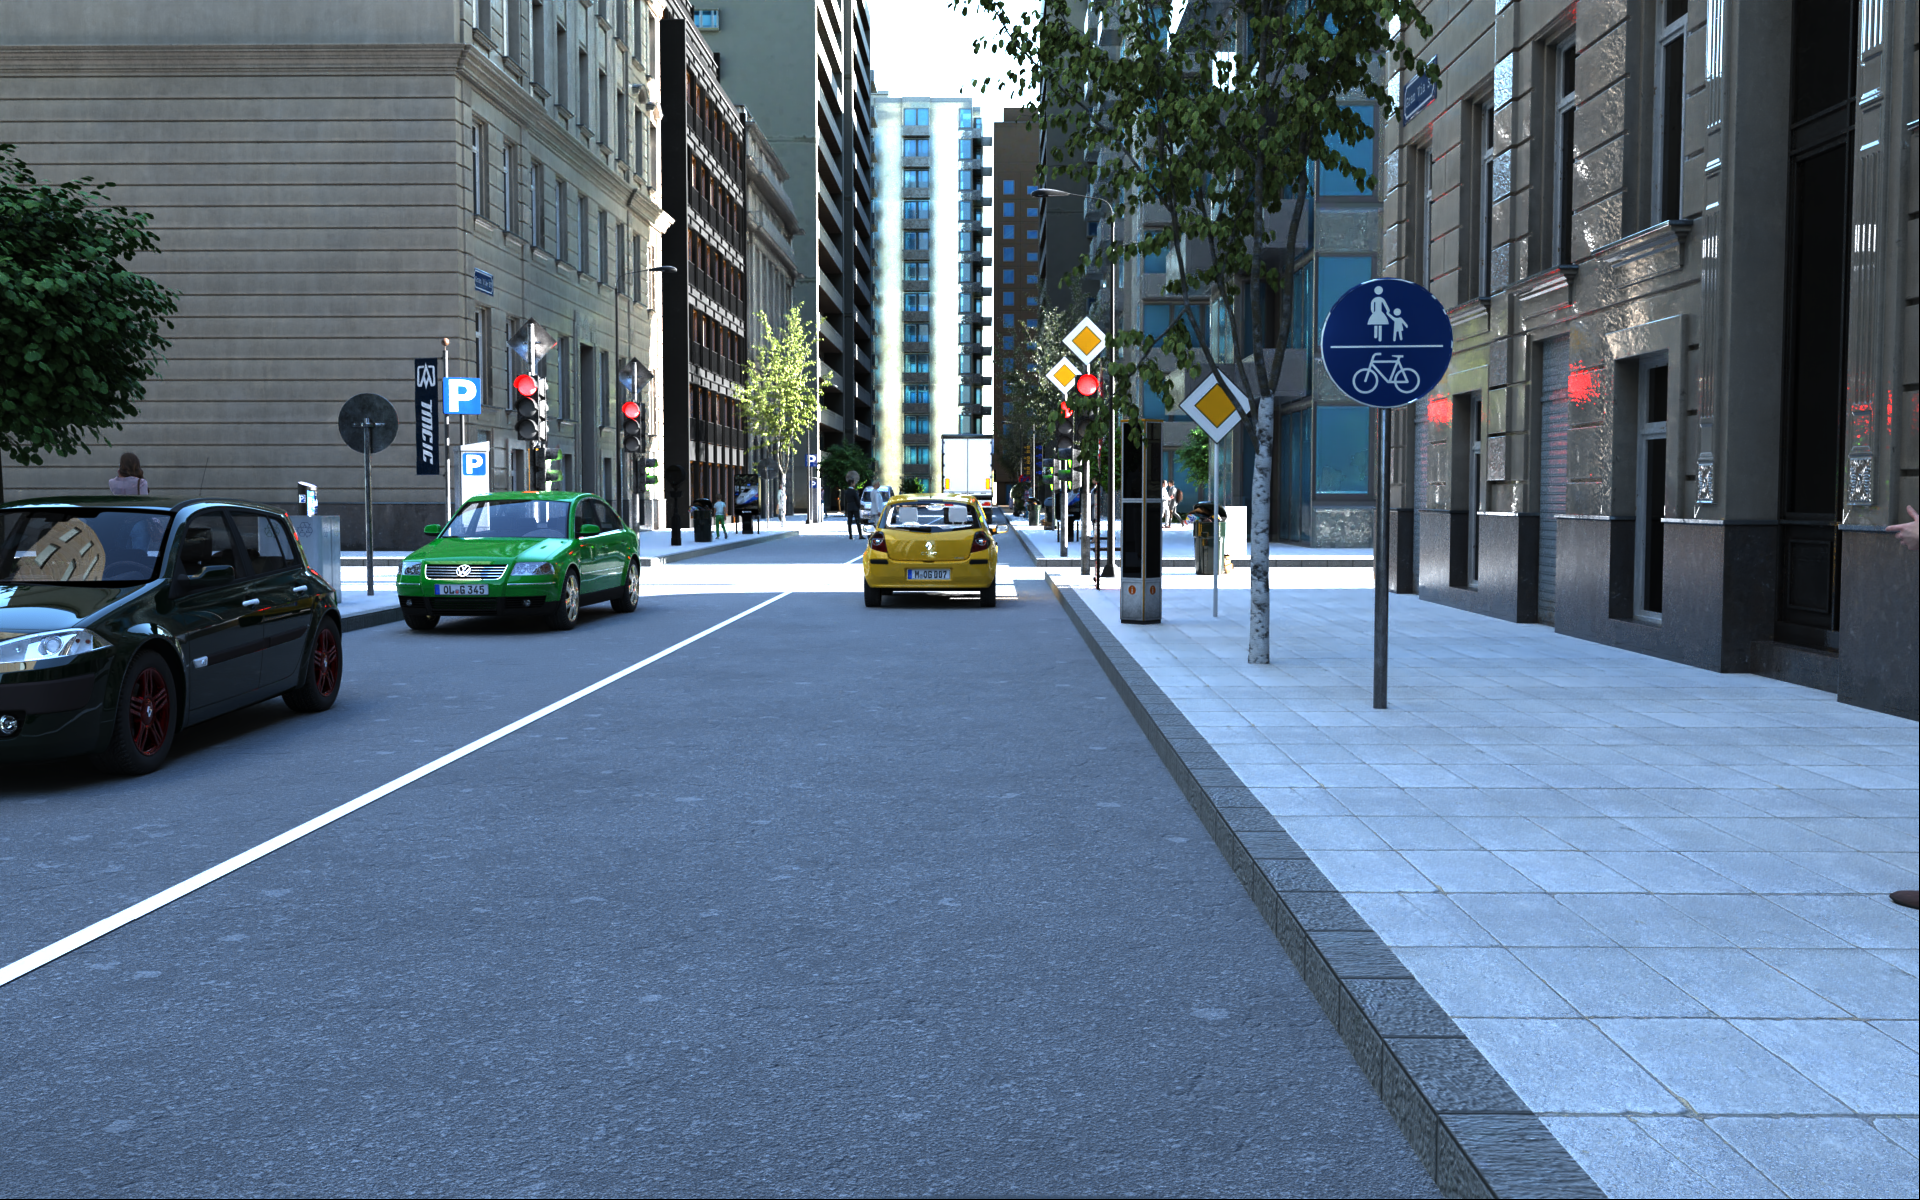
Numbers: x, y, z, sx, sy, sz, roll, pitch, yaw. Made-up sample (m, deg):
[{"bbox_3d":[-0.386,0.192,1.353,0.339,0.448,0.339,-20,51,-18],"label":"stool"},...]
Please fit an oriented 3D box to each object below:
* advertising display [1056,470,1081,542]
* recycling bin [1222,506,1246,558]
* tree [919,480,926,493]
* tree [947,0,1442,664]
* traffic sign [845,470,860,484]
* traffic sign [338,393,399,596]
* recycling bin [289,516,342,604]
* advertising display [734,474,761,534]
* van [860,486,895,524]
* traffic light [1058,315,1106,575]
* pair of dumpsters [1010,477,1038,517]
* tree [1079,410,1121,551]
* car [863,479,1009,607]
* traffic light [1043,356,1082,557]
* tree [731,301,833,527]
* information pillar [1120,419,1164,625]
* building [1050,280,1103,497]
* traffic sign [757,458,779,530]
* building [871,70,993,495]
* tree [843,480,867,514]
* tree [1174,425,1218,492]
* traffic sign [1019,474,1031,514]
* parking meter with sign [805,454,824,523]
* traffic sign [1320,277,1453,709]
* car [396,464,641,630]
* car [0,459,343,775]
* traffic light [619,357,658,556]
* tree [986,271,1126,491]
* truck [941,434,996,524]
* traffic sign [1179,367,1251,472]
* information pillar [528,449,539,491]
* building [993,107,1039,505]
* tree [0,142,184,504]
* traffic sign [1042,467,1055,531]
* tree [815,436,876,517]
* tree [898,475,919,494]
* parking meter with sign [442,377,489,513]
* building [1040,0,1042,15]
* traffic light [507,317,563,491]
[{"bbox_3d":[2.904,-2.521,46.427,0.123,1.923,0.974,3,5,41],"label":"advertising display"},{"bbox_3d":[5.336,-1.389,35.267,0.722,1.027,0.722,-3,5,-42],"label":"recycling bin"},{"bbox_3d":[-4.841,-11.240,178.379,1.663,3.219,1.824,0,3,0],"label":"tree"},{"bbox_3d":[2.159,-3.837,13.091,4.737,8.622,4.395,0,3,0],"label":"tree"},{"bbox_3d":[-5.798,-5.709,93.448,0.768,2.556,0.104,0,4,2],"label":"traffic sign"},{"bbox_3d":[-7.456,-1.329,21.831,0.768,2.556,0.104,0,4,2],"label":"traffic sign"},{"bbox_3d":[-7.646,-0.460,20.076,0.722,1.027,0.722,0,4,-1],"label":"recycling bin"},{"bbox_3d":[-6.828,-3.084,55.637,0.974,1.923,0.123,2,4,28],"label":"advertising display"},{"bbox_3d":[-4.032,-4.730,84.348,2.013,2.044,4.112,0,4,2],"label":"van"},{"bbox_3d":[1.977,-2.355,27.422,0.839,4.253,0.868,0,4,1],"label":"traffic light"},{"bbox_3d":[3.720,-5.949,99.753,1.574,2.255,4.437,0,4,1],"label":"pair of dumpsters"},{"bbox_3d":[3.573,-2.734,39.304,1.663,3.219,1.824,0,3,0],"label":"tree"},{"bbox_3d":[-0.347,-0.806,23.404,2.015,1.641,3.980,0,4,1],"label":"car"},{"bbox_3d":[2.113,-2.843,35.406,0.839,4.253,0.868,0,4,1],"label":"traffic light"},{"bbox_3d":[-6.869,-7.120,66.778,4.737,8.622,4.395,0,3,0],"label":"tree"},{"bbox_3d":[1.796,-0.773,17.139,0.304,2.012,0.304,3,5,43],"label":"information pillar"},{"bbox_3d":[22.964,-26.582,126.500,32.217,40.220,23.993,0,4,1],"label":"building"},{"bbox_3d":[-6.779,-3.729,61.071,0.768,2.556,0.104,0,4,8],"label":"traffic sign"},{"bbox_3d":[-11.328,-36.006,208.305,30.456,49.044,23.786,0,4,1],"label":"building"},{"bbox_3d":[-7.030,-7.108,110.818,1.663,3.219,1.824,0,3,0],"label":"tree"},{"bbox_3d":[10.451,-5.341,71.047,4.285,4.588,4.351,0,3,0],"label":"tree"},{"bbox_3d":[4.070,-6.651,108.842,0.768,2.556,0.104,1,4,8],"label":"traffic sign"},{"bbox_3d":[-6.404,-4.913,76.591,0.543,3.016,1.738,0,4,6],"label":"parking meter with sign"},{"bbox_3d":[2.518,-0.624,10.301,0.768,2.556,0.104,0,4,7],"label":"traffic sign"},{"bbox_3d":[-4.894,-0.665,19.672,1.959,1.807,4.718,0,4,3],"label":"car"},{"bbox_3d":[-5.002,-0.016,10.049,2.009,1.686,4.222,0,4,-1],"label":"car"},{"bbox_3d":[-6.647,-2.851,35.539,0.839,4.253,0.868,0,4,1],"label":"traffic light"},{"bbox_3d":[3.139,-6.451,55.836,4.360,8.622,3.978,0,3,0],"label":"tree"},{"bbox_3d":[0.430,-5.970,86.528,2.839,4.237,11.283,0,4,1],"label":"truck"},{"bbox_3d":[2.685,-1.117,18.002,0.795,2.593,0.064,0,4,5],"label":"traffic sign"},{"bbox_3d":[-6.864,-1.453,28.243,0.304,2.012,0.304,-1,4,-12],"label":"information pillar"},{"bbox_3d":[11.020,-33.868,203.854,14.200,45.320,14.600,0,4,1],"label":"building"},{"bbox_3d":[-8.756,-1.943,15.486,4.285,4.588,4.351,0,3,0],"label":"tree"},{"bbox_3d":[3.261,-3.692,60.463,0.768,2.556,0.104,0,4,5],"label":"traffic sign"},{"bbox_3d":[-6.516,-6.998,98.134,4.285,4.588,4.351,0,3,0],"label":"tree"},{"bbox_3d":[-5.462,-11.095,175.999,1.663,3.219,1.824,0,3,0],"label":"tree"},{"bbox_3d":[-7.142,-1.772,25.237,0.543,3.016,1.738,-1,4,-23],"label":"parking meter with sign"},{"bbox_3d":[17.769,-32.151,149.368,21.300,48.544,21.600,0,4,1],"label":"building"},{"bbox_3d":[-6.783,-2.363,27.555,0.839,4.253,0.868,0,4,1],"label":"traffic light"}]
